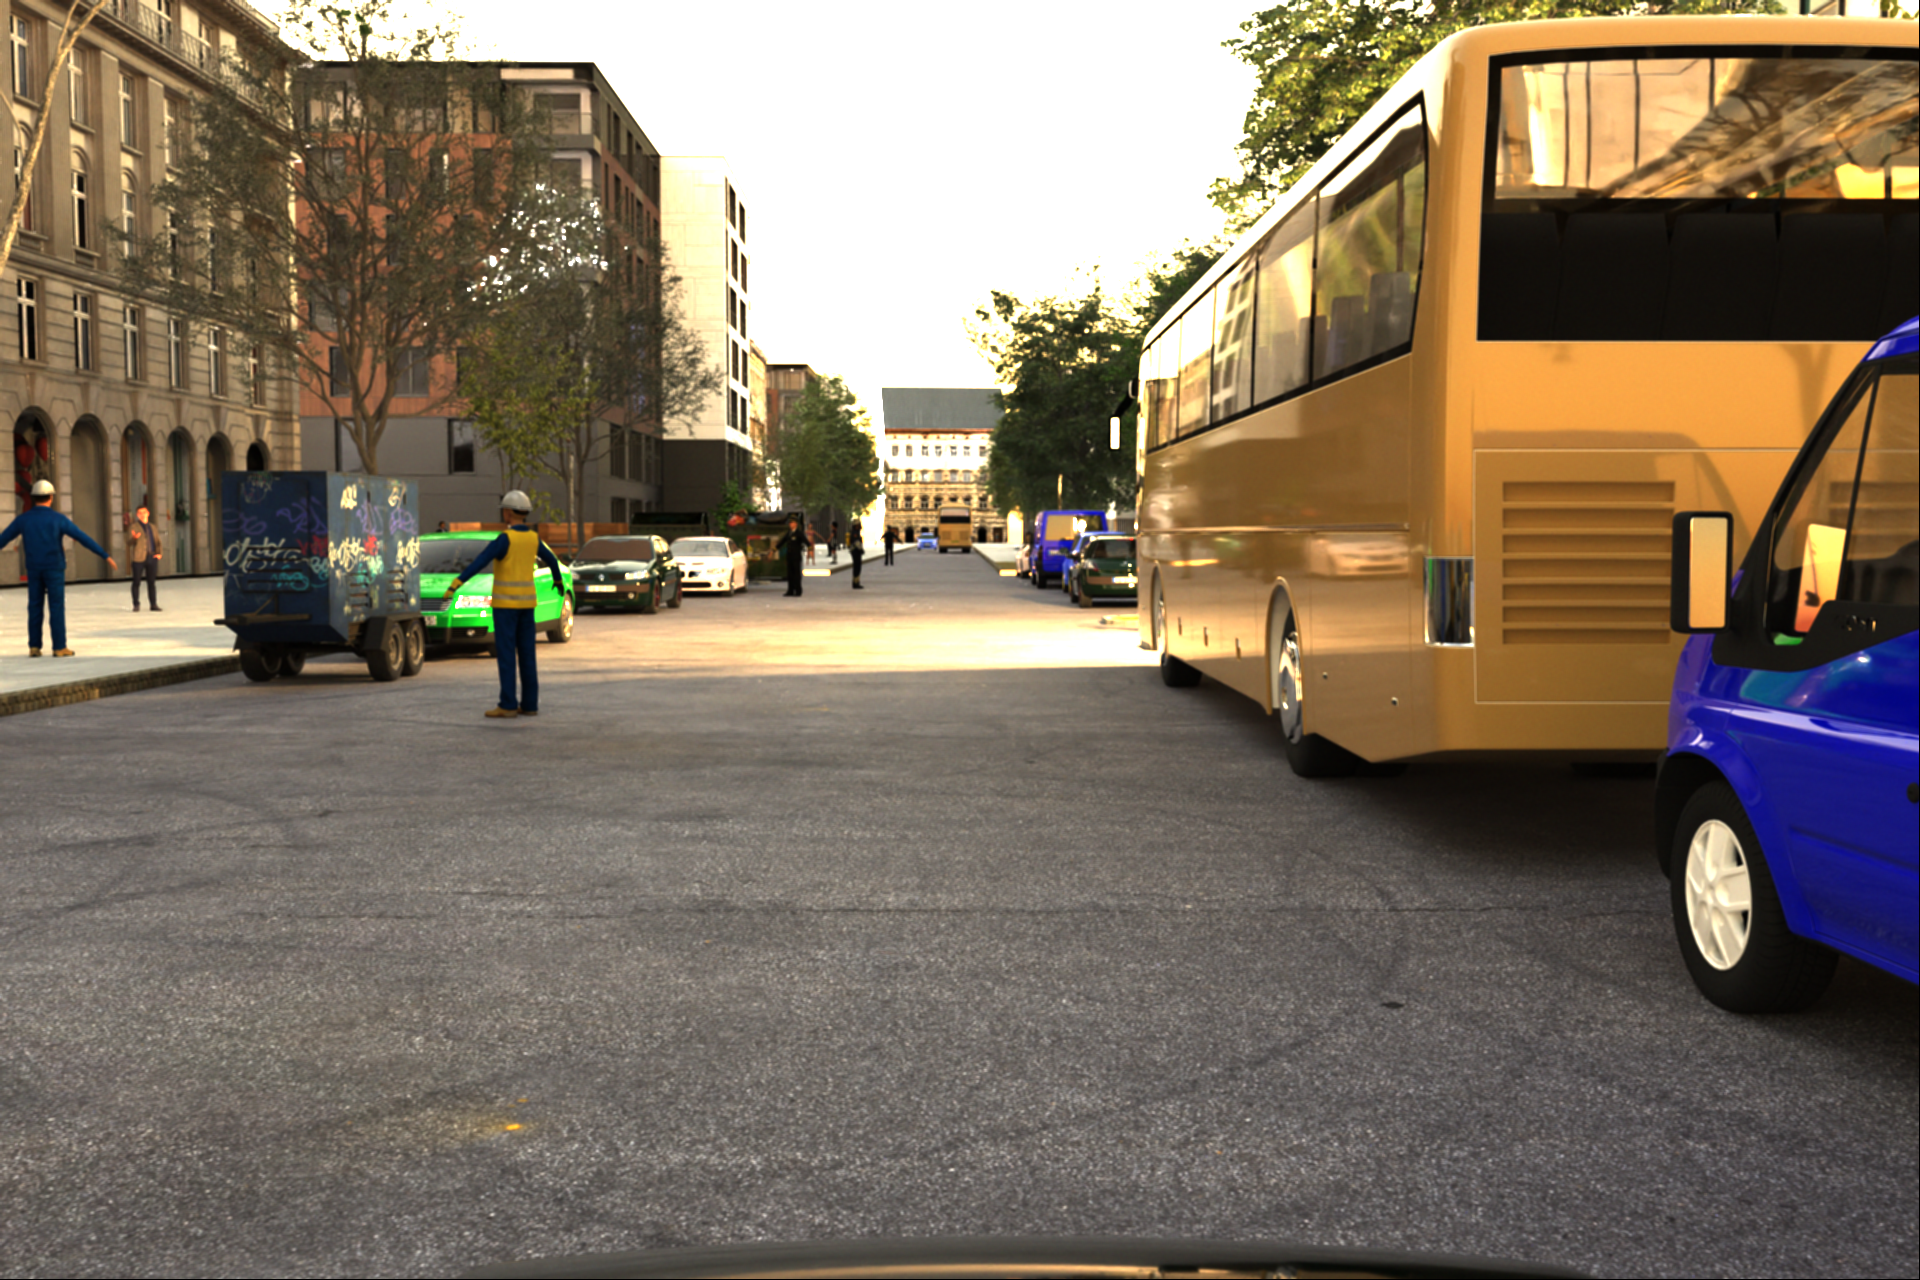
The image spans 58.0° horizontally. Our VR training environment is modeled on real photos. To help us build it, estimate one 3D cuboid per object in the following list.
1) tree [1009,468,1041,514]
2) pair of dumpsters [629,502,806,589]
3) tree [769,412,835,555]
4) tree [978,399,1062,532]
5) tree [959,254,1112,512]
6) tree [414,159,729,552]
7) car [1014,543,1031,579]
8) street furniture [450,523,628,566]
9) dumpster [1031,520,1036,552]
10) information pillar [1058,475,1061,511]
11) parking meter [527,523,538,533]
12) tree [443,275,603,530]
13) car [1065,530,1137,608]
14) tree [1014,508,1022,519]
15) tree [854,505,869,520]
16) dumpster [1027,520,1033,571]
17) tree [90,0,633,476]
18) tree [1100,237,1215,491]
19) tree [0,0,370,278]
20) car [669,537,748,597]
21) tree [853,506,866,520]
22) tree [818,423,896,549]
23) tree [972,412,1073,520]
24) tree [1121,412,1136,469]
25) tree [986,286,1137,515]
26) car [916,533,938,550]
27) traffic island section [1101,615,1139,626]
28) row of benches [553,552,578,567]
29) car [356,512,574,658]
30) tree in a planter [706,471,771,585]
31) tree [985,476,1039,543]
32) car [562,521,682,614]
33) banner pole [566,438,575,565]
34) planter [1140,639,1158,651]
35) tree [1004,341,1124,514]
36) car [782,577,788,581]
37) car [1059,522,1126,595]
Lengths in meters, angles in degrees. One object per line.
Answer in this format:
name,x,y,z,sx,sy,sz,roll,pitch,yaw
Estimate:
tree,6.270,-10.855,127.837,4.360,8.622,3.978,0,3,0
pair of dumpsters,-6.193,-2.409,44.336,4.436,2.255,1.574,0,4,0
tree,-9.473,-9.435,104.629,4.737,8.622,4.395,0,3,0
tree,5.169,-13.628,140.951,7.486,12.596,7.792,0,3,0
tree,6.976,-15.954,116.734,12.611,20.169,13.585,0,3,0
tree,-12.854,-9.021,57.869,12.009,13.543,11.850,0,3,0
car,2.850,-2.736,57.095,2.083,1.381,4.827,0,4,-1
street furniture,-16.689,-3.907,70.727,11.010,1.723,9.812,3,4,36
dumpster,3.066,-2.658,51.669,1.865,1.857,1.264,0,3,0
information pillar,3.966,-4.746,68.953,0.183,3.616,0.504,0,4,0
parking meter,-9.984,-1.947,40.240,0.372,1.533,0.369,0,3,0
tree,-12.548,-6.021,48.809,4.737,8.622,4.395,0,3,0
car,3.158,-1.537,34.915,2.009,1.686,4.222,0,4,0
tree,11.053,-19.411,251.787,7.601,10.594,8.767,0,4,2
tree,-14.543,-18.841,258.411,4.360,8.622,3.978,0,3,0
dumpster,3.024,-2.790,53.837,1.865,1.857,1.264,0,4,0
tree,-12.251,-7.670,35.770,12.009,13.543,11.850,0,3,0
tree,11.011,-10.339,75.698,9.857,13.997,8.962,0,3,0
tree,-11.522,-9.995,19.302,12.611,20.169,13.585,0,3,0
car,-6.120,-1.753,41.021,2.083,1.381,4.827,0,4,0
tree,-14.513,-18.574,254.052,4.360,8.622,3.978,0,3,0
tree,-9.759,-12.913,145.545,8.767,10.594,7.601,-1,4,-10
tree,6.497,-14.884,153.719,12.009,13.543,11.850,0,3,0
tree,8.439,-7.159,67.415,4.737,8.622,4.395,0,3,0
tree,6.027,-11.110,88.298,9.857,13.997,8.962,0,3,0
car,-2.882,-8.773,153.027,1.945,1.707,3.694,0,3,0
traffic island section,3.294,-0.303,27.828,1.991,0.108,1.994,0,4,0
row of benches,-15.009,-2.849,62.042,4.104,0.672,1.422,1,4,18
car,-6.054,-0.774,21.455,1.959,1.807,4.718,0,4,0
tree in a planter,-6.429,-3.185,49.301,1.991,3.239,1.994,0,4,0
tree,6.274,-15.264,167.686,7.486,12.596,7.792,0,3,0
car,-6.277,-1.373,32.237,2.009,1.686,4.222,0,4,0
banner pole,-10.186,-3.385,45.360,0.401,3.779,0.863,0,3,0
planter,3.302,-0.039,21.780,1.991,0.319,1.994,0,4,0
tree,5.930,-11.266,102.327,7.486,12.596,7.792,0,3,0
car,-6.037,-2.771,54.104,1.959,1.807,4.718,0,3,0
car,3.357,-1.942,41.344,1.945,1.707,3.694,0,4,0
